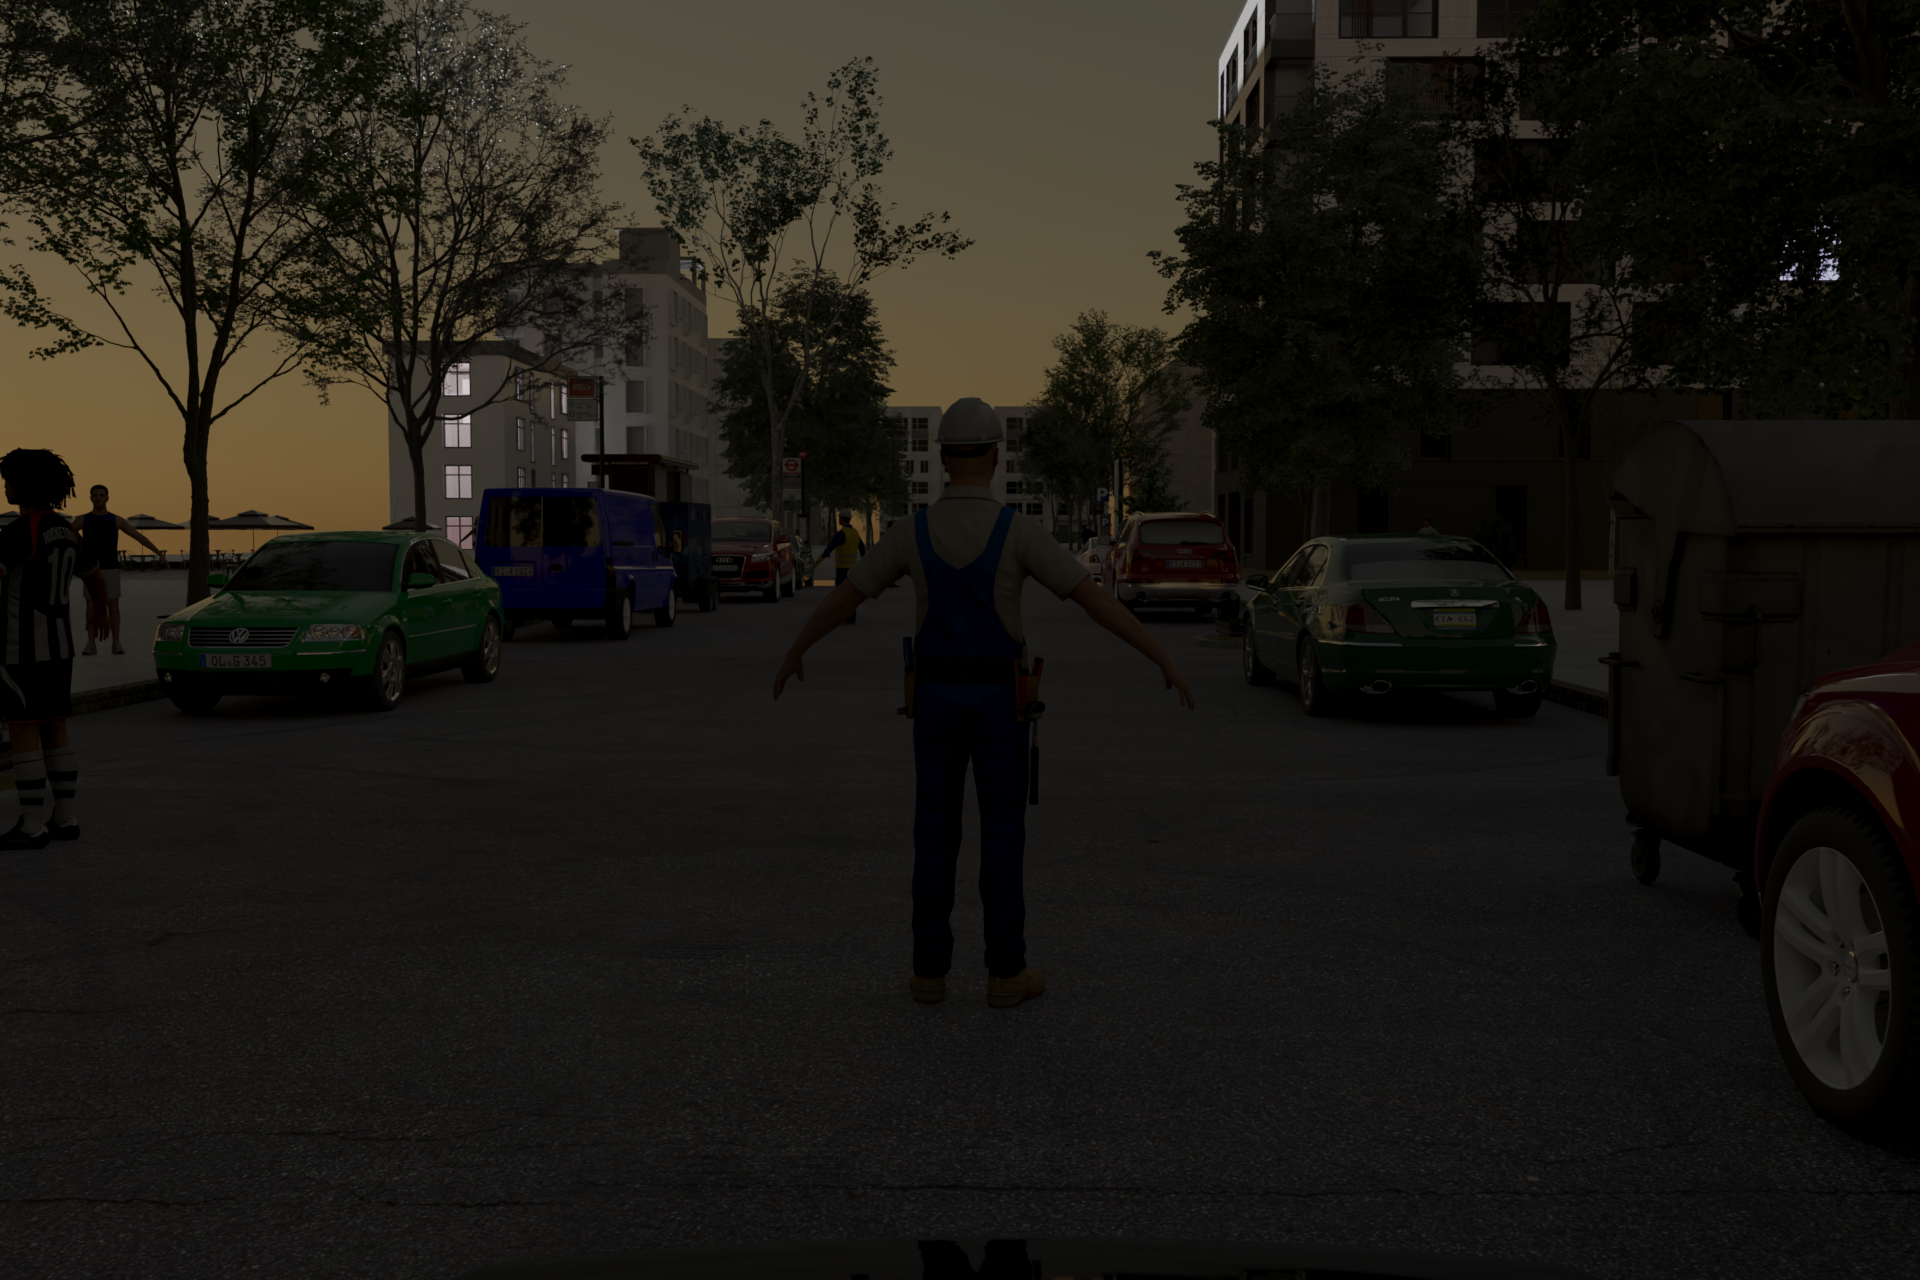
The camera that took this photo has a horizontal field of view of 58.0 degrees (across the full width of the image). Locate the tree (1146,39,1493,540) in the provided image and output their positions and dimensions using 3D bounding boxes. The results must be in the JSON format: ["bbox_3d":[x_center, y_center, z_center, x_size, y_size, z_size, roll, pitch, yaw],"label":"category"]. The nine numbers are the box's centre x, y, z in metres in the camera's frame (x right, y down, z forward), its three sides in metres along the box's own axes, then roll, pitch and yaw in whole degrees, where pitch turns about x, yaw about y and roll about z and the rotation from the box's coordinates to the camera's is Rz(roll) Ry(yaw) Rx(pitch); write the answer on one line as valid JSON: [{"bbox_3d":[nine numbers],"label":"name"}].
[{"bbox_3d":[9.731,-8.560,46.611,9.857,13.997,8.962,0,3,0],"label":"tree"}]

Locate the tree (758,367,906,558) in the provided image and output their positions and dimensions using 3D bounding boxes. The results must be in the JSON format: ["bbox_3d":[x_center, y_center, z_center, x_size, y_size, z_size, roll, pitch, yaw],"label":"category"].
[{"bbox_3d":[-7.141,-9.700,93.013,8.767,10.594,7.601,0,4,-2],"label":"tree"}]

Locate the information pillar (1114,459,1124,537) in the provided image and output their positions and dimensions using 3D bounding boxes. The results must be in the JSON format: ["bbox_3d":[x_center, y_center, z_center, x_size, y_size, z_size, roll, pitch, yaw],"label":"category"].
[{"bbox_3d":[5.036,-3.892,54.942,0.184,3.620,1.656,0,4,1],"label":"information pillar"}]

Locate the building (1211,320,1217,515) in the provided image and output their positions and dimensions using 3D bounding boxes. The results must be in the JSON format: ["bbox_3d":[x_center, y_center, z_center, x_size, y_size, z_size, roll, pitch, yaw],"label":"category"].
[{"bbox_3d":[27.969,-15.528,120.341,16.747,18.905,31.486,0,4,1],"label":"building"}]

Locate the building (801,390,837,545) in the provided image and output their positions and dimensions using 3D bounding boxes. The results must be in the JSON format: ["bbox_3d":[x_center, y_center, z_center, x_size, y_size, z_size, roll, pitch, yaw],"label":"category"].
[{"bbox_3d":[-24.713,-22.811,203.894,19.493,23.208,18.063,0,4,2],"label":"building"}]

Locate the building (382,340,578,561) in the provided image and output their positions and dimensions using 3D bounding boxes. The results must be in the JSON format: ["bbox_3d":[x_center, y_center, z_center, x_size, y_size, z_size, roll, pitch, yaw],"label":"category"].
[{"bbox_3d":[-24.188,-8.996,89.227,9.099,9.664,28.070,0,3,0],"label":"building"}]

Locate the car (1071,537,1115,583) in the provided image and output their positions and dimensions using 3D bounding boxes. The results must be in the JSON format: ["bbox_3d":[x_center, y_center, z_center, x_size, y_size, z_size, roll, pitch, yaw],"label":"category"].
[{"bbox_3d":[4.022,-2.058,46.009,2.083,1.381,4.827,0,4,0],"label":"car"}]

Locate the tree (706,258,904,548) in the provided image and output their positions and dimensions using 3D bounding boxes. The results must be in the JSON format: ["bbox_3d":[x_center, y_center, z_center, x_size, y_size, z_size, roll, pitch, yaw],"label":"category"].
[{"bbox_3d":[-7.321,-10.729,82.069,9.857,13.997,8.962,0,3,0],"label":"tree"}]

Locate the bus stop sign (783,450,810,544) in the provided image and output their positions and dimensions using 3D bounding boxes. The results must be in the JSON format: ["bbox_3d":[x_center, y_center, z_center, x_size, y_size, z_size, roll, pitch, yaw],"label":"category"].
[{"bbox_3d":[-5.227,-4.073,55.298,0.855,3.939,0.416,0,4,0],"label":"bus stop sign"}]

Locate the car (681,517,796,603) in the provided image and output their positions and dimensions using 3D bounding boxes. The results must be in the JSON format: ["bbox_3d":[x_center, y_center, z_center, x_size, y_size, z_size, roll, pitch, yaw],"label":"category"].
[{"bbox_3d":[-4.791,-1.789,37.917,2.281,1.827,5.304,0,4,1],"label":"car"}]

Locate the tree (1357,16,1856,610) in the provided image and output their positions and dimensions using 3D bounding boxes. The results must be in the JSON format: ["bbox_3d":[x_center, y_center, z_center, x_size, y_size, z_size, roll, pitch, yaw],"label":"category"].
[{"bbox_3d":[10.600,-5.802,29.280,8.767,10.594,7.601,2,4,35],"label":"tree"}]

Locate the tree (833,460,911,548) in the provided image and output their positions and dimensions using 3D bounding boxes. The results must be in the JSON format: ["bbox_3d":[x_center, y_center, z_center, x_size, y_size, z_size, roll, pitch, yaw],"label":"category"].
[{"bbox_3d":[-7.490,-12.785,143.451,7.601,10.594,8.767,2,4,28],"label":"tree"}]

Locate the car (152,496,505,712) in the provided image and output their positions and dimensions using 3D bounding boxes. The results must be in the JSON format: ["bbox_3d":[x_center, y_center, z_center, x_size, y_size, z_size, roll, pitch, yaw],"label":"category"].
[{"bbox_3d":[-5.432,-0.404,15.400,1.959,1.807,4.718,0,4,1],"label":"car"}]

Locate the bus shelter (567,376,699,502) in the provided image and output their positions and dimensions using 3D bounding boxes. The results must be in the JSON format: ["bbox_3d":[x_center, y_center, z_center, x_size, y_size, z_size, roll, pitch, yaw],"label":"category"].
[{"bbox_3d":[-8.830,-4.222,46.665,2.179,5.291,8.768,0,4,1],"label":"bus shelter"}]

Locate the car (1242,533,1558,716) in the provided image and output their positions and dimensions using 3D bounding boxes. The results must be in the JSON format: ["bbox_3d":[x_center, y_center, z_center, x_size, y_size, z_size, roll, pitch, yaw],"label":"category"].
[{"bbox_3d":[3.639,-0.198,15.043,2.131,1.459,4.920,0,4,0],"label":"car"}]

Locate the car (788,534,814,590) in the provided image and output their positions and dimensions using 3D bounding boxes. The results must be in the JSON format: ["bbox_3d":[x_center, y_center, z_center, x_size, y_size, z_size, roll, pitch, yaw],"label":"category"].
[{"bbox_3d":[-4.948,-2.102,46.173,2.131,1.459,4.920,0,4,1],"label":"car"}]

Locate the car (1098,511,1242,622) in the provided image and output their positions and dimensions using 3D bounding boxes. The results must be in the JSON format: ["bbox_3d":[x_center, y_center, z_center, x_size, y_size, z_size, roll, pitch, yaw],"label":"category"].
[{"bbox_3d":[3.567,-1.297,29.885,2.281,1.827,5.304,0,4,1],"label":"car"}]

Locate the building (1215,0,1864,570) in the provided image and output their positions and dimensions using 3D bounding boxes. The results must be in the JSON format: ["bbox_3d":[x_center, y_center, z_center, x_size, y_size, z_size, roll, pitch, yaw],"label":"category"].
[{"bbox_3d":[25.068,-14.249,76.952,27.936,21.610,32.646,0,4,1],"label":"building"}]

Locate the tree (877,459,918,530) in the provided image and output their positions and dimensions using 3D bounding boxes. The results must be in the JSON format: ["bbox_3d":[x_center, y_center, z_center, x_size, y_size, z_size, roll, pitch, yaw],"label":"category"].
[{"bbox_3d":[-6.391,-12.490,154.569,4.360,8.622,3.978,0,3,0],"label":"tree"}]

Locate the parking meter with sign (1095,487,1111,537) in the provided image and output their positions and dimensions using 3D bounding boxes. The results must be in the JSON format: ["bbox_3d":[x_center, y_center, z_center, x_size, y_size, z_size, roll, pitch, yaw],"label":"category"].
[{"bbox_3d":[5.267,-4.108,63.434,0.543,3.016,1.738,0,4,0],"label":"parking meter with sign"}]

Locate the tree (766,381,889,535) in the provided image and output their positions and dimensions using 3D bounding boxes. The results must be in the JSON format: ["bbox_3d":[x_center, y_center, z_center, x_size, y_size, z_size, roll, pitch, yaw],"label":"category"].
[{"bbox_3d":[-7.682,-10.407,104.566,7.601,10.594,8.767,2,4,35],"label":"tree"}]

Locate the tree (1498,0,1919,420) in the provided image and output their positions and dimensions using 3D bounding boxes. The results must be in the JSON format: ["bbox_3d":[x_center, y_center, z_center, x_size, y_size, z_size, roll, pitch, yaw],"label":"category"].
[{"bbox_3d":[10.191,-6.813,18.041,9.857,13.997,8.962,0,3,0],"label":"tree"}]

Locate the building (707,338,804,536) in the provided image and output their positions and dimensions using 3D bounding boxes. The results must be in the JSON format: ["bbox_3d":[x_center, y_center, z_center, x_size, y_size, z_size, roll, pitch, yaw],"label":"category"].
[{"bbox_3d":[-24.911,-18.696,172.143,16.747,18.905,31.486,0,3,0],"label":"building"}]

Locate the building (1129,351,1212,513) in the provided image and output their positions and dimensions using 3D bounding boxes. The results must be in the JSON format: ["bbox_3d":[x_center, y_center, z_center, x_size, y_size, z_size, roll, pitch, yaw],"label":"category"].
[{"bbox_3d":[27.947,-21.561,183.452,19.493,23.208,18.063,0,4,1],"label":"building"}]

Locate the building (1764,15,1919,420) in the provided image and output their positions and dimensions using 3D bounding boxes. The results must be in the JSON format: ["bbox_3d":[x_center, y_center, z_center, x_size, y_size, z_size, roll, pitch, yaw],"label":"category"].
[{"bbox_3d":[25.728,-17.576,33.488,12.429,33.558,17.177,0,4,0],"label":"building"}]

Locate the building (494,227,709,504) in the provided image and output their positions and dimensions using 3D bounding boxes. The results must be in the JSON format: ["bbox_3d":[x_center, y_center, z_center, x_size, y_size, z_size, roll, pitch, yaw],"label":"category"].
[{"bbox_3d":[-22.751,-15.404,108.272,16.016,20.090,11.380,0,4,1],"label":"building"}]

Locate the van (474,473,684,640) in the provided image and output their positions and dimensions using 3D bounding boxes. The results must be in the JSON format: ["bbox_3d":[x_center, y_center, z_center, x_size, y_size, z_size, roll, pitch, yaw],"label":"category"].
[{"bbox_3d":[-5.400,-1.266,25.082,2.240,2.365,5.245,0,4,1],"label":"van"}]

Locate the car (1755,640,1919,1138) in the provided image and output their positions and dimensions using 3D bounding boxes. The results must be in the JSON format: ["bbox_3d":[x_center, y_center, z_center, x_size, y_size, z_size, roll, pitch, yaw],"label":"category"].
[{"bbox_3d":[3.071,0.377,2.508,2.281,1.827,5.304,0,4,1],"label":"car"}]

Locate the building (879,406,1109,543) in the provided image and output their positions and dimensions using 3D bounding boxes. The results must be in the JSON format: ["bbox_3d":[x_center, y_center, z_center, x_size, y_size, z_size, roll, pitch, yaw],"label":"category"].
[{"bbox_3d":[4.776,-23.058,245.920,31.486,18.905,16.747,0,4,1],"label":"building"}]

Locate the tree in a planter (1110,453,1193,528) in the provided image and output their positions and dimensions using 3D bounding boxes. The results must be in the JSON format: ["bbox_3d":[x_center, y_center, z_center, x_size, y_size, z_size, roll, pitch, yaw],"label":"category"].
[{"bbox_3d":[4.233,-2.516,38.362,1.991,3.239,1.994,0,4,0],"label":"tree in a planter"}]

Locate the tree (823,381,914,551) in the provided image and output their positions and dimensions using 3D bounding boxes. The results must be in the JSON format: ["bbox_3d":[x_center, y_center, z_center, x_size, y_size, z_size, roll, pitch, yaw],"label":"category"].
[{"bbox_3d":[-7.234,-12.860,128.395,7.486,12.596,7.792,0,3,0],"label":"tree"}]
